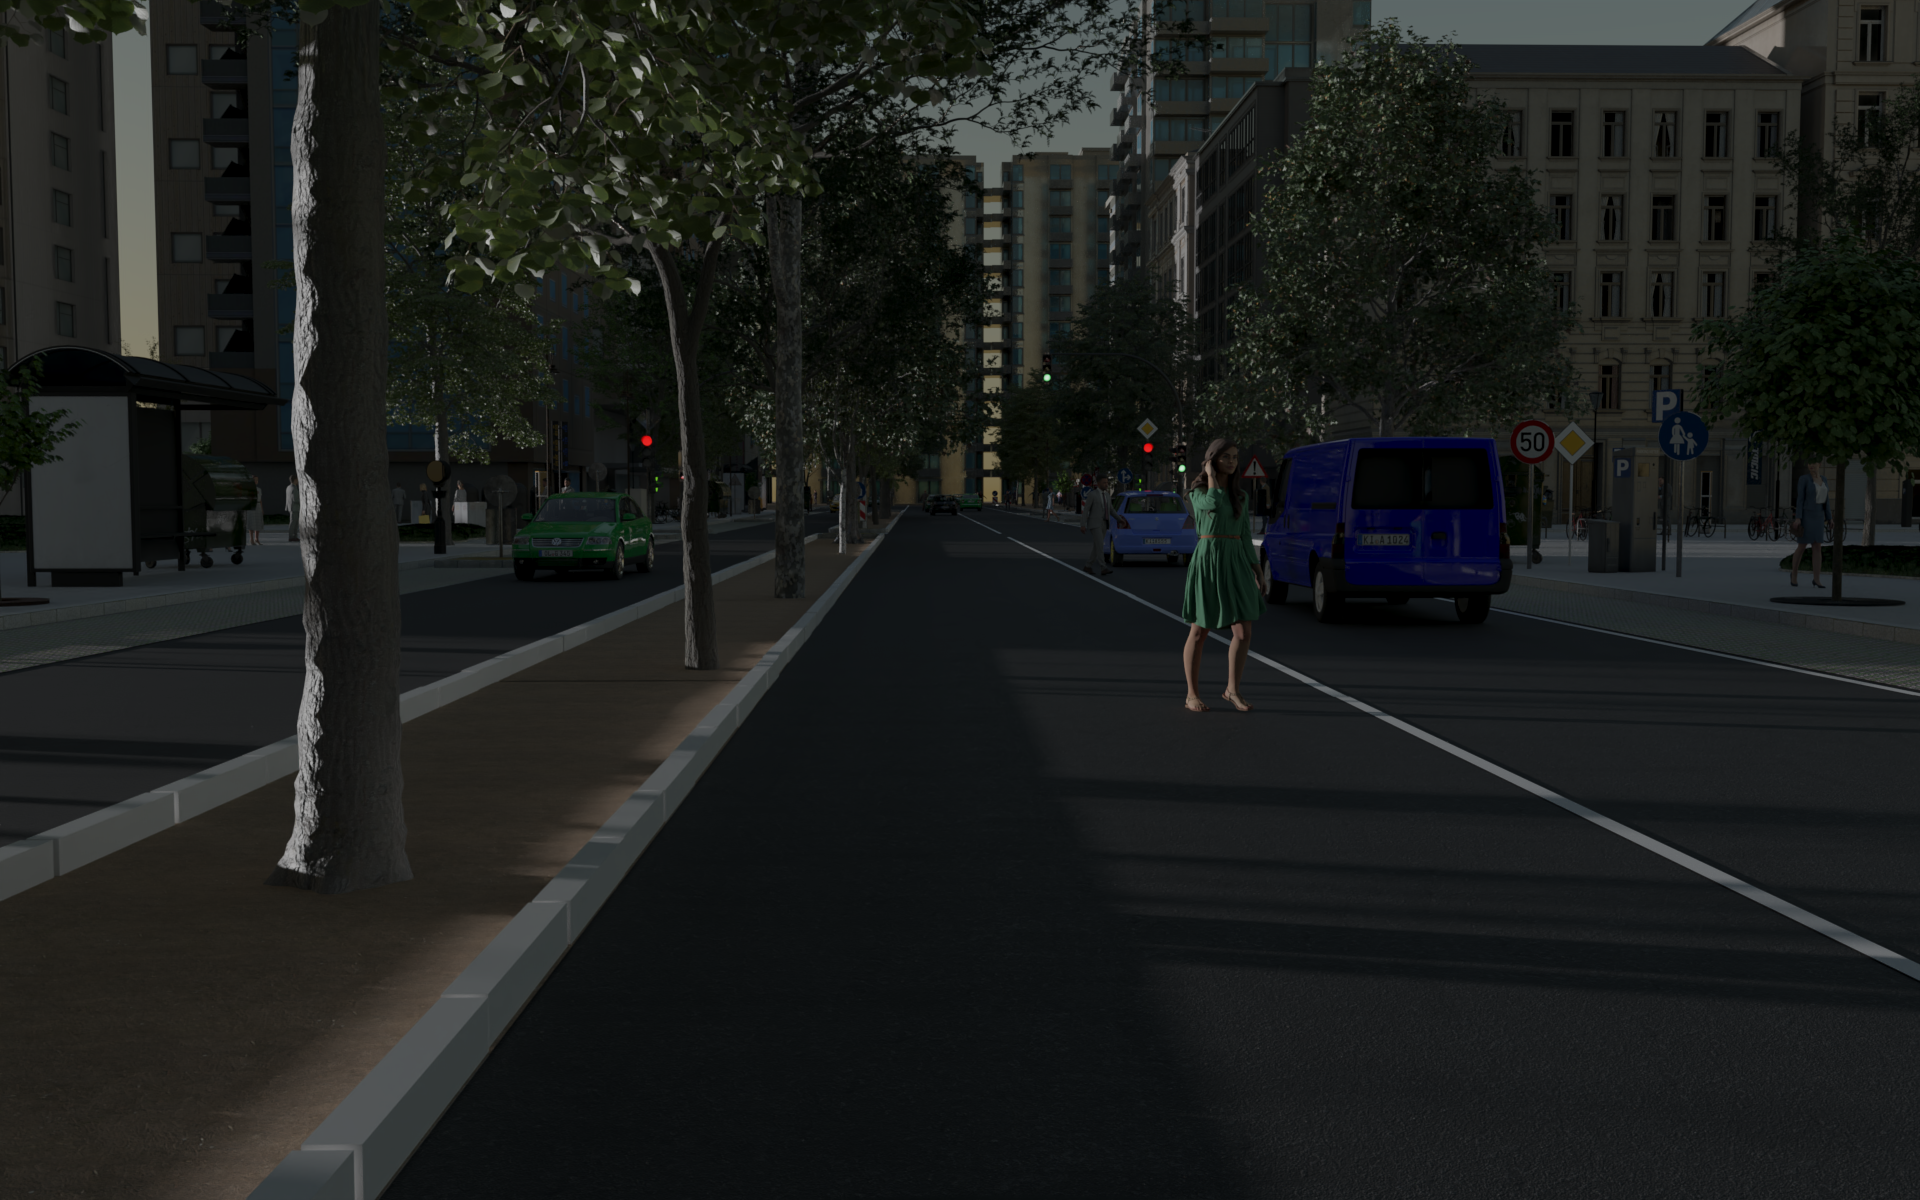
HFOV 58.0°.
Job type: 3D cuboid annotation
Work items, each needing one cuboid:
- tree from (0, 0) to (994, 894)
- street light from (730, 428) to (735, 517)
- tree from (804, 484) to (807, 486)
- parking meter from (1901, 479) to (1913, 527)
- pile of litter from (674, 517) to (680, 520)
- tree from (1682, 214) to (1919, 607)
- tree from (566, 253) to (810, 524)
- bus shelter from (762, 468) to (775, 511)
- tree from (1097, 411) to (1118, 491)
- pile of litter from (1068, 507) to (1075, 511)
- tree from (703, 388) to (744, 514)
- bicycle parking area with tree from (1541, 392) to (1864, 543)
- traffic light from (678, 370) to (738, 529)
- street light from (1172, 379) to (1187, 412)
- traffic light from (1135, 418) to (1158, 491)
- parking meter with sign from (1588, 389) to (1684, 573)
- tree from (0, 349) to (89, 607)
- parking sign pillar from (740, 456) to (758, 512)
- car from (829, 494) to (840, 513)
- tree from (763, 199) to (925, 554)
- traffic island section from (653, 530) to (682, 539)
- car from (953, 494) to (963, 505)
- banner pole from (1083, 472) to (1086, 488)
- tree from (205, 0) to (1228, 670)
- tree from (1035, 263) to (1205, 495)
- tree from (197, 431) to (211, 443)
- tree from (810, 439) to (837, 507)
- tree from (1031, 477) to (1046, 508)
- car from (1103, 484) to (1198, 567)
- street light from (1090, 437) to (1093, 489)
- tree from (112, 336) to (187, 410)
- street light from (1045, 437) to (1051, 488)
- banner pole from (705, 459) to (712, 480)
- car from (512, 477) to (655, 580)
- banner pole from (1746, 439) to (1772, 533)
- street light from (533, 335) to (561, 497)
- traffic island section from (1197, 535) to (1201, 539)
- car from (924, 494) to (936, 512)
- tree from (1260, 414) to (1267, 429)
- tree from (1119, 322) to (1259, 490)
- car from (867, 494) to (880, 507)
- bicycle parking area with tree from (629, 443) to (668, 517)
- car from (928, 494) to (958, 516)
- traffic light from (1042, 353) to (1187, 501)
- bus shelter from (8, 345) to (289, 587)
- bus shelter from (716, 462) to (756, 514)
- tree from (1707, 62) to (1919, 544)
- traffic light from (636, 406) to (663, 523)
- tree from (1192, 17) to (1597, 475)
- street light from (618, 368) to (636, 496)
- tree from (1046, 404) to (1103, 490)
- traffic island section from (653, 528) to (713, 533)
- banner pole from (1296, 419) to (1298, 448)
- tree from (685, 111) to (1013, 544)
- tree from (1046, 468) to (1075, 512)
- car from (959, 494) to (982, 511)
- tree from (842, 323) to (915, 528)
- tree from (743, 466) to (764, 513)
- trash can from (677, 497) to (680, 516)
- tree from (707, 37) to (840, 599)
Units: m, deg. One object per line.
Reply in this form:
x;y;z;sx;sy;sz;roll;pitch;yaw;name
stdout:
-2.372;-5.251;6.440;7.486;12.596;7.792;0;3;0;tree
-13.104;-7.715;98.933;0.468;5.910;1.993;0;4;-1;street light
-15.582;-10.480;165.946;1.663;3.219;1.824;0;3;0;tree
36.581;-3.742;66.899;0.255;1.863;0.399;0;4;3;parking meter
-13.549;-4.374;85.474;1.176;0.858;1.719;0;4;-7;pile of litter
10.409;-2.235;20.253;4.285;4.588;4.351;0;3;0;tree
-13.102;-9.064;73.956;9.928;11.665;9.643;0;3;0;tree
-15.218;-8.409;131.408;2.014;3.302;5.546;0;4;-1;bus shelter
11.392;-9.805;110.675;4.360;8.622;3.978;0;3;0;tree
8.971;-7.218;131.980;1.176;0.858;1.719;-2;4;-30;pile of litter
-14.495;-9.340;103.079;4.737;8.622;4.395;0;3;0;tree
20.408;-3.766;48.583;8.231;4.147;9.016;1;4;13;bicycle parking area with tree
-8.076;-5.442;63.646;4.771;5.953;1.251;0;4;-1;traffic light
8.820;-5.932;69.769;0.468;5.910;1.993;0;4;-1;street light
6.891;-4.591;63.990;0.839;4.253;0.868;0;4;-1;traffic light
11.092;-1.973;28.514;1.738;3.016;0.543;-2;4;-32;parking meter with sign
-11.301;-1.556;20.046;1.663;3.219;1.824;0;3;0;tree
-15.056;-8.252;123.390;1.447;3.967;1.447;-1;4;-18;parking sign pillar
-8.922;-7.429;131.692;2.015;1.641;3.980;0;4;0;car
-2.819;-5.411;41.286;4.360;8.622;3.978;0;3;0;tree
-10.011;-2.045;55.711;2.009;0.180;2.903;0;4;-1;traffic island section
-0.205;-11.662;202.463;2.131;1.459;4.920;0;4;-3;car
8.830;-8.162;123.468;0.401;3.779;0.863;-1;4;-20;banner pole
-2.086;-4.726;14.139;8.767;10.594;7.601;0;4;-1;tree
8.905;-11.598;96.279;9.857;13.997;8.962;0;3;0;tree
-37.042;-6.272;86.260;4.285;4.588;4.351;0;3;0;tree
-14.569;-13.841;152.054;9.928;11.665;9.643;0;3;0;tree
7.367;-10.142;160.415;1.663;3.219;1.824;0;3;0;tree
3.796;-1.584;35.484;1.945;1.707;3.694;0;4;-1;car
7.970;-8.043;104.291;0.468;5.910;1.993;0;4;-1;street light
-37.843;-7.932;80.049;4.360;8.622;3.978;0;3;0;tree
6.985;-10.154;138.810;0.468;5.910;1.993;0;4;-1;street light
-15.774;-7.235;108.310;0.401;3.779;0.863;2;4;31;banner pole
-6.535;-1.316;30.318;1.959;1.807;4.718;0;3;0;car
26.397;-4.107;57.172;0.863;3.779;0.401;2;4;29;banner pole
-11.815;-4.703;49.680;0.468;5.910;1.993;0;4;-1;street light
7.125;-2.070;56.122;2.009;0.180;2.903;0;4;-1;traffic island section
-1.800;-7.609;136.198;2.131;1.459;4.920;0;4;1;car
13.570;-8.323;86.449;4.360;8.622;3.978;0;3;0;tree
9.876;-7.632;75.145;4.360;8.622;3.978;0;3;0;tree
-9.370;-11.217;195.193;2.131;1.459;4.920;0;3;0;car
-20.882;-6.722;96.899;8.231;4.147;9.016;1;4;20;bicycle parking area with tree
-1.114;-6.545;116.789;2.009;1.686;4.222;0;4;-3;car
4.996;-4.963;55.815;4.771;5.953;1.251;0;4;-1;traffic light
-12.197;-1.983;26.341;2.014;3.302;5.546;0;4;-1;bus shelter
-14.639;-7.318;113.576;2.014;3.302;5.546;0;4;-1;bus shelter
19.948;-6.279;37.082;7.601;10.594;8.767;0;3;0;tree
-9.971;-4.077;55.578;0.839;4.253;0.868;0;4;-1;traffic light
10.476;-7.640;41.914;9.611;12.733;9.660;0;3;0;tree
-12.235;-5.571;63.881;0.468;5.910;1.993;0;4;-1;street light
8.281;-10.368;119.878;4.737;8.622;4.395;0;3;0;tree
-10.205;-2.533;63.694;2.009;0.180;2.903;0;4;-1;traffic island section
9.593;-3.626;49.302;0.401;3.779;0.863;1;4;16;banner pole
-3.194;-7.966;49.712;9.611;12.733;9.660;0;3;0;tree
7.761;-8.097;126.982;1.663;3.219;1.824;0;3;0;tree
0.865;-8.307;144.621;1.959;1.807;4.718;0;4;-1;car
-3.547;-6.854;64.876;4.737;8.622;4.395;0;3;0;tree
-14.337;-7.632;119.382;1.663;3.219;1.824;0;3;0;tree
-14.874;-4.988;93.210;0.748;1.137;0.748;0;3;0;trash can
-3.571;-10.132;24.000;12.611;20.169;13.585;0;3;0;tree
